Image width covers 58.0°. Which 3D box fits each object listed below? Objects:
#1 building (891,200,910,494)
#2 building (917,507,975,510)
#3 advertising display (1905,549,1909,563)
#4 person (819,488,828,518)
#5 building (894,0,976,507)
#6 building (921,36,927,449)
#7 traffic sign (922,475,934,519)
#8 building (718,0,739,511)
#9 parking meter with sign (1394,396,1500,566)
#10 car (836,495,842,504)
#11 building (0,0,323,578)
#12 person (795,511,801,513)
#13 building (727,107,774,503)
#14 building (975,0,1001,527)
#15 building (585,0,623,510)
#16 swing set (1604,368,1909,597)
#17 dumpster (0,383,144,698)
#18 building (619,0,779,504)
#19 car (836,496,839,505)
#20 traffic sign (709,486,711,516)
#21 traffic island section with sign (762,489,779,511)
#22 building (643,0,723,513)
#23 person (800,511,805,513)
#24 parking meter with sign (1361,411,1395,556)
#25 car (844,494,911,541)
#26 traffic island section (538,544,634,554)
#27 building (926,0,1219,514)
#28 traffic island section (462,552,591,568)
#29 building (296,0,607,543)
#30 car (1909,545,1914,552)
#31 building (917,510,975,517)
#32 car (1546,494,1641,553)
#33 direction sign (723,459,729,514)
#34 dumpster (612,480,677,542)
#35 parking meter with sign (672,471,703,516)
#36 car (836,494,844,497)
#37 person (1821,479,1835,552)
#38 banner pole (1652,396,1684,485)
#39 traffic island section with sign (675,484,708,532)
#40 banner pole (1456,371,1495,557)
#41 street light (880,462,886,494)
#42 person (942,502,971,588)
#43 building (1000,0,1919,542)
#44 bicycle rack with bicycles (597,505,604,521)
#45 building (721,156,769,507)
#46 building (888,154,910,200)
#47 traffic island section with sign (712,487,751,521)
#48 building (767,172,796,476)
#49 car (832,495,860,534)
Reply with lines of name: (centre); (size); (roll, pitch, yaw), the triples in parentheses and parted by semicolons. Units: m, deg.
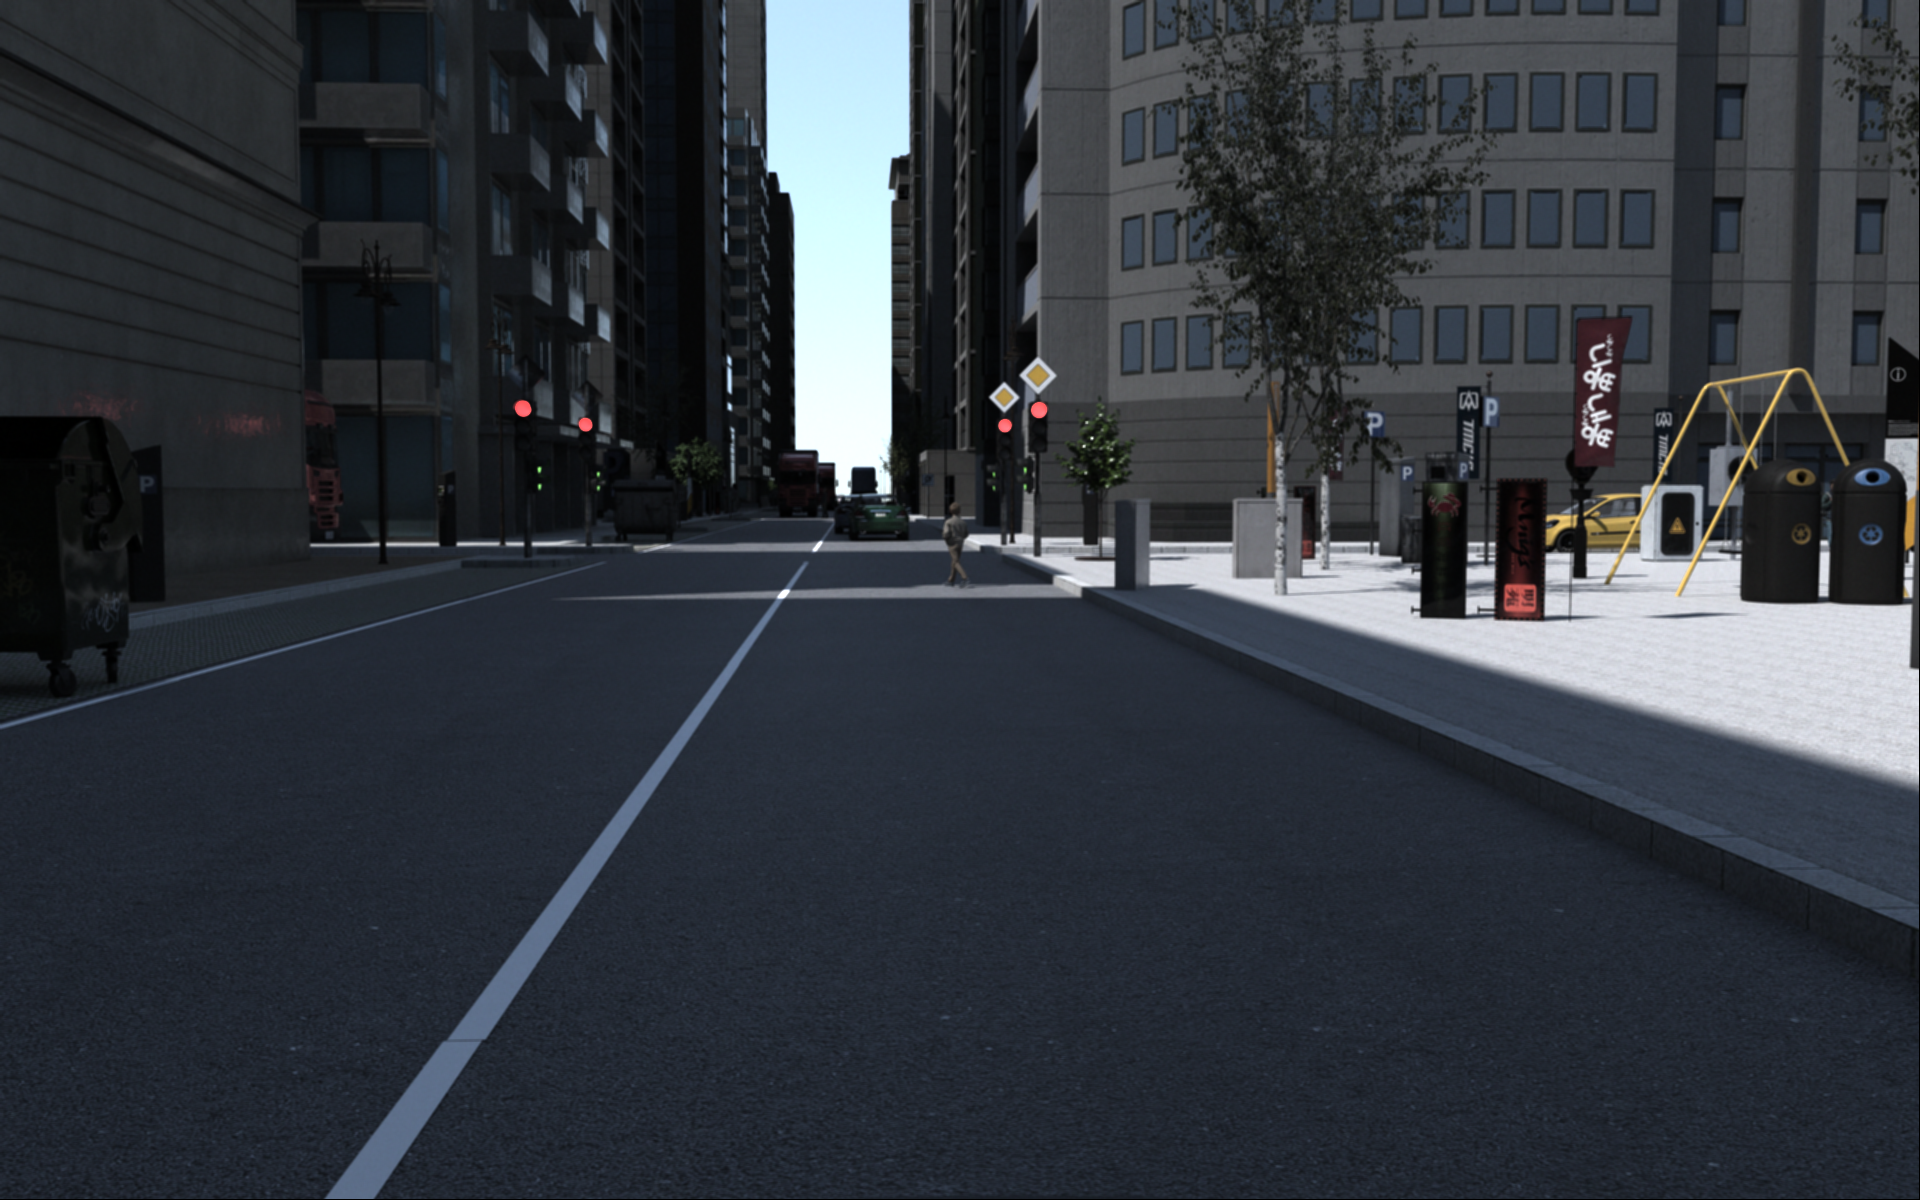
building: (-2.653, -34.225, 243.168); (14.154, 41.232, 14.086); (0, 4, -3)
building: (4.616, -45.519, 182.487); (20.563, 71.187, 20.611); (0, 4, -3)
advertising display: (17.876, -1.624, 31.773); (0.974, 1.923, 0.123); (3, 4, 38)
person: (-8.112, -5.756, 102.793); (0.590, 1.801, 0.661); (0, 4, -8)
building: (1.761, -48.130, 225.173); (20.563, 71.187, 20.611); (0, 4, -3)
building: (3.460, -31.491, 164.988); (14.600, 45.320, 14.200); (0, 4, -3)
traffic sign: (-1.640, -5.305, 88.868); (0.606, 2.300, 0.079); (0, 3, 0)
building: (-29.683, -50.894, 144.785); (22.319, 86.520, 31.000); (0, 4, -3)
parking meter with sign: (8.888, -2.161, 31.586); (0.543, 3.016, 1.738); (-3, 5, -42)
car: (-14.691, -11.708, 203.779); (2.083, 1.381, 4.827); (0, 4, -3)
building: (-26.395, -11.718, 24.878); (30.059, 22.955, 16.112); (0, 4, -3)
person: (-12.359, -7.551, 132.049); (1.350, 1.814, 0.705); (-3, 5, -45)
building: (-35.365, -36.478, 216.025); (23.786, 49.044, 30.456); (0, 4, -3)
building: (7.530, -18.538, 74.799); (14.160, 30.474, 14.107); (0, 4, -3)
building: (-27.341, -40.592, 101.932); (20.563, 71.187, 20.611); (0, 4, -3)
swing set: (10.491, -1.559, 23.111); (2.862, 2.851, 3.119); (0, 4, 3)
dumpster: (-7.128, -0.458, 12.433); (1.985, 2.255, 1.502); (0, 4, -5)
building: (-35.003, -49.092, 240.903); (20.563, 71.187, 20.611); (0, 4, -3)
car: (-13.878, -10.759, 184.712); (1.959, 1.807, 4.718); (0, 4, -4)
traffic sign: (-14.287, -6.045, 98.941); (0.768, 2.556, 0.104); (0, 4, 4)
traffic island section with sign: (-15.255, -8.202, 142.722); (1.989, 1.847, 2.006); (0, 4, -3)
building: (-24.591, -28.961, 123.622); (14.600, 45.320, 14.200); (0, 4, -3)
person: (-12.290, -7.705, 134.469); (1.348, 1.826, 0.705); (-2, 4, -31)
parking meter with sign: (9.011, -2.415, 35.743); (0.543, 3.016, 1.738); (-1, 4, -22)
car: (-2.593, -2.630, 54.791); (2.131, 1.459, 4.920); (0, 4, -5)
traffic island section: (-9.198, -1.258, 42.844); (2.009, 0.180, 2.903); (0, 4, -3)
building: (7.706, -36.788, 143.490); (21.231, 58.520, 28.212); (0, 4, -3)
traffic island section: (-8.716, -0.770, 34.873); (2.009, 0.180, 2.903); (0, 4, -3)
building: (-23.957, -26.714, 56.377); (23.786, 49.044, 30.456); (0, 4, -3)
car: (24.476, -1.922, 40.106); (5.304, 1.827, 2.281); (0, 4, -4)
building: (8.064, -40.409, 98.947); (20.563, 71.187, 20.611); (0, 4, -3)
car: (15.512, -1.919, 41.604); (3.980, 1.641, 2.015); (0, 4, -2)
direction sign: (-15.124, -7.330, 111.845); (0.379, 3.537, 0.876); (-1, 4, -15)
dumpster: (-9.458, -2.683, 52.084); (1.865, 1.857, 1.264); (0, 4, -3)
parking meter with sign: (-15.716, -6.333, 99.799); (1.738, 3.016, 0.543); (0, 4, -8)
car: (-16.735, -13.998, 240.866); (2.014, 1.417, 4.499); (0, 4, -4)
person: (20.408, -1.933, 40.447); (0.623, 1.781, 0.721); (-1, 4, -21)
banner pole: (18.115, -3.315, 44.222); (0.863, 3.779, 0.401); (1, 4, 21)
traffic island section with sign: (-10.575, -3.473, 65.418); (1.989, 1.847, 2.006); (0, 4, -3)
banner pole: (10.541, -2.774, 35.377); (0.863, 3.779, 0.401); (1, 4, 13)
street light: (-10.503, -16.419, 241.238); (0.468, 5.910, 1.993); (0, 4, -3)
person: (-0.077, -0.846, 26.605); (0.640, 1.303, 0.475); (3, 5, 41)
building: (16.062, -31.345, 54.487); (28.212, 58.520, 21.231); (0, 4, -3)
bicycle rack with bicycles: (-18.038, -4.300, 83.685); (2.925, 0.926, 2.852); (3, 5, 45)
building: (-35.796, -29.446, 173.325); (32.217, 40.220, 23.993); (0, 4, -3)
building: (3.744, -41.285, 264.251); (28.713, 52.752, 27.495); (0, 4, -3)
traffic island section with sign: (-12.227, -5.137, 92.612); (1.989, 1.847, 2.006); (0, 4, -3)
building: (-36.080, -39.079, 262.645); (21.300, 48.544, 21.600); (0, 4, -3)
car: (-3.733, -3.187, 64.114); (2.014, 1.417, 4.499); (0, 4, -2)
